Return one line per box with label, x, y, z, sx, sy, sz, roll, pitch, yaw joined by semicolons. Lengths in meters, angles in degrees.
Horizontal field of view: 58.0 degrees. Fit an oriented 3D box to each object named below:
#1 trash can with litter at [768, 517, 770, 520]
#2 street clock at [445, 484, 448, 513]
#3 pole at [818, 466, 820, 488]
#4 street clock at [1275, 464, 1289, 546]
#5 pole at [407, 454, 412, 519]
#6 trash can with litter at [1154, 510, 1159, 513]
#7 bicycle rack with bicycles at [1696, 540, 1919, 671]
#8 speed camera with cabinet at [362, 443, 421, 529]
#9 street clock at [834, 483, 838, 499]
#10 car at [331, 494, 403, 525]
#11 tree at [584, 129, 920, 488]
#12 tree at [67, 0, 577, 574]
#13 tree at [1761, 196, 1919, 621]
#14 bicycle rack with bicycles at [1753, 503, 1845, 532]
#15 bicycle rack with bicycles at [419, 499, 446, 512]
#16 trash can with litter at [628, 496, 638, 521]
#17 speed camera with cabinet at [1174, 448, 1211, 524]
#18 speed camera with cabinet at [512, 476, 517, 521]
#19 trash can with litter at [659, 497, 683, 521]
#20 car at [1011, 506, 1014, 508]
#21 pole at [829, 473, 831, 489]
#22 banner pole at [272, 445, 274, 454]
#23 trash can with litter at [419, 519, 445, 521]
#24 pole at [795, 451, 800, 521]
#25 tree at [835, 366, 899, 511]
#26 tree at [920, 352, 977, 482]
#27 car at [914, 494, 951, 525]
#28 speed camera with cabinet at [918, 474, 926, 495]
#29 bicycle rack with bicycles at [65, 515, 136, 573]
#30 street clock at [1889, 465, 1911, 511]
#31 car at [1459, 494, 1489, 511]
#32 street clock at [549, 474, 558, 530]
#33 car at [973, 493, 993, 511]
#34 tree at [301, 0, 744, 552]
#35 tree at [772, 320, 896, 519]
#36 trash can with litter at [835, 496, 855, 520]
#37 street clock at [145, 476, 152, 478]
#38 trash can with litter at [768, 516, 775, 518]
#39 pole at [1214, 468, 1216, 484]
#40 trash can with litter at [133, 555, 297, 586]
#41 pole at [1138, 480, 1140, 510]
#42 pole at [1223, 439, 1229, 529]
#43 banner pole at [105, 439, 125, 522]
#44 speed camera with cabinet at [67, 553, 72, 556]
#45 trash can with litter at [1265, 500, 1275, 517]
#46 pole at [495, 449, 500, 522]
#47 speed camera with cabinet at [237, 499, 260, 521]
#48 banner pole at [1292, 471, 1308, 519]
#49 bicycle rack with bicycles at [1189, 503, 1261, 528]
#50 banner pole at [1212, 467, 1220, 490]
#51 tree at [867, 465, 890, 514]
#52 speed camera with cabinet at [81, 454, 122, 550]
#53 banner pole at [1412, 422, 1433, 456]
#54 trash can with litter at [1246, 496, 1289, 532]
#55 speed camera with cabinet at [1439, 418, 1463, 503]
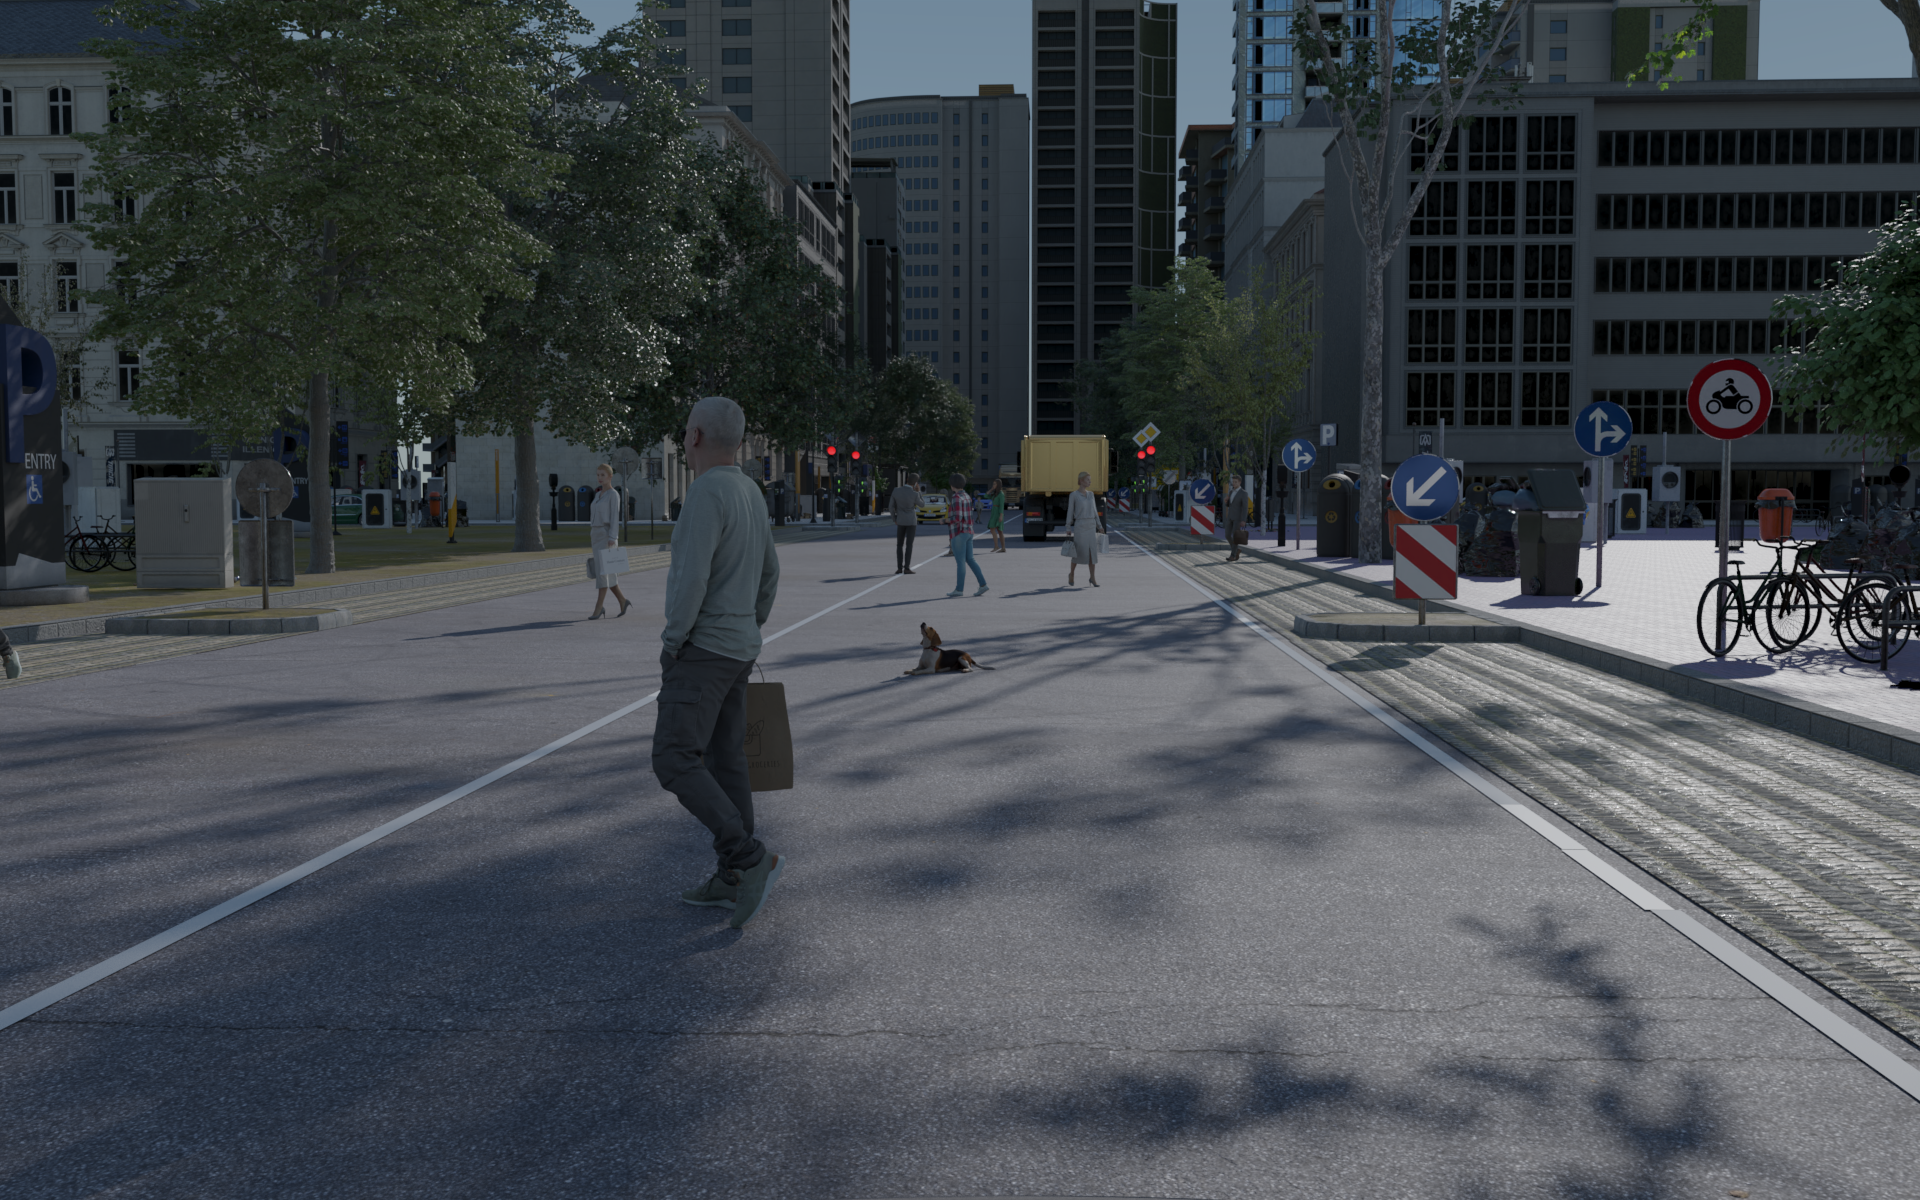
trash can with litter;-9.701;-4.450;84.142;0.624;1.170;1.055;1;4;20
street clock;-35.353;-7.024;119.404;0.471;2.002;0.358;-2;4;-24
pole;-10.349;-8.158;127.231;0.158;3.312;0.155;0;3;0
street clock;7.884;-2.314;42.407;0.358;2.002;0.471;0;4;7
pole;-28.182;-5.801;88.681;0.158;3.312;0.155;0;3;0
trash can with litter;14.318;-6.748;121.388;2.233;1.210;1.678;0;4;3
bicycle rack with bicycles;7.147;-0.021;13.733;2.925;0.926;2.852;-1;4;-14
speed camera with cabinet;-21.009;-4.261;64.006;2.038;3.252;0.660;-1;4;-10
street clock;-7.568;-6.183;105.665;0.471;2.002;0.358;-1;4;-14
car;-25.991;-3.743;72.993;4.920;1.459;2.131;0;4;4
tree;-7.885;-8.438;54.964;9.611;12.733;9.660;0;3;0
tree;-9.988;-6.717;27.946;7.486;12.596;7.792;0;3;0
tree;10.119;-2.069;17.537;4.285;4.588;4.351;0;3;0
bicycle rack with bicycles;25.832;-2.434;53.171;2.852;0.926;2.925;3;4;37
bicycle rack with bicycles;-41.949;-7.476;135.608;2.852;0.926;2.925;3;5;43
trash can with litter;-15.809;-4.388;83.136;0.624;1.170;1.055;0;4;-8
speed camera with cabinet;10.094;-4.950;75.267;0.660;3.252;2.038;-2;4;-26
speed camera with cabinet;-21.126;-5.430;83.111;0.660;3.252;2.038;-1;4;-19
trash can with litter;-13.616;-4.293;81.574;1.055;1.170;0.624;-1;4;-16
car;4.669;-10.206;178.672;2.131;1.459;4.920;0;4;3
pole;-9.273;-7.971;124.164;0.158;3.312;0.155;0;3;0
banner pole;-30.521;-5.377;77.935;0.863;3.779;0.401;-1;4;-9
trash can with litter;-24.982;-4.381;82.680;2.233;1.210;1.678;3;5;39
pole;-7.590;-5.334;81.059;0.158;3.312;0.155;0;3;0
tree;-5.628;-8.959;96.840;4.360;8.622;3.978;0;3;0
tree;-3.815;-13.433;136.641;9.611;12.733;9.660;0;3;0
car;-1.268;-4.421;82.512;2.015;1.641;3.980;0;4;4
speed camera with cabinet;-3.931;-9.593;151.177;2.038;3.252;0.660;-3;4;-36
bicycle rack with bicycles;-14.170;-0.967;29.193;2.925;0.926;2.852;-1;4;-8
street clock;23.583;-2.381;43.492;0.471;2.002;0.358;2;4;35
car;21.204;-3.737;71.319;3.980;1.641;2.015;0;4;3
street clock;-14.334;-3.458;61.113;0.358;2.002;0.471;-2;4;-25
car;2.039;-8.235;144.231;1.945;1.707;3.694;0;4;4
tree;-9.660;-8.050;38.273;9.857;13.997;8.962;0;3;0
tree;-6.787;-9.443;88.813;7.601;10.594;8.767;0;3;0
trash can with litter;-5.785;-4.664;87.645;1.055;1.170;0.624;2;4;24
street clock;-32.763;-4.000;69.973;0.358;2.002;0.471;-3;4;-36
trash can with litter;-10.631;-4.894;91.072;2.233;1.210;1.678;-2;4;-32
pole;19.810;-8.610;134.623;0.158;3.312;0.155;0;3;0
trash can with litter;-10.839;-0.866;25.222;2.233;1.210;1.678;-2;4;-27
pole;14.126;-8.700;136.084;0.158;3.312;0.155;0;3;0
pole;9.844;-4.296;64.088;0.158;3.312;0.155;0;3;0
banner pole;-38.644;-5.451;79.141;0.401;3.779;0.863;2;4;32
speed camera with cabinet;-19.216;-2.512;35.413;2.038;3.252;0.660;-1;4;-19
trash can with litter;16.157;-4.886;91.272;0.624;1.170;1.055;-3;5;-45
pole;-21.030;-5.194;78.757;0.158;3.312;0.155;0;3;0
speed camera with cabinet;-33.135;-5.362;81.997;2.038;3.252;0.660;-1;4;-14
banner pole;17.490;-6.066;89.195;0.863;3.779;0.401;1;4;21
bicycle rack with bicycles;10.064;-3.230;66.199;2.925;0.926;2.852;0;4;-1
banner pole;20.379;-9.082;138.511;0.863;3.779;0.401;-1;4;-14
tree;-5.326;-7.090;110.523;1.663;3.219;1.824;0;3;0
speed camera with cabinet;-20.108;-2.790;39.950;2.038;3.252;0.660;3;5;40
banner pole;16.101;-4.317;60.594;0.863;3.779;0.401;1;4;11
trash can with litter;10.418;-2.946;59.227;1.678;1.210;2.233;1;4;23
speed camera with cabinet;12.200;-3.085;44.778;2.038;3.252;0.660;-3;5;-41
